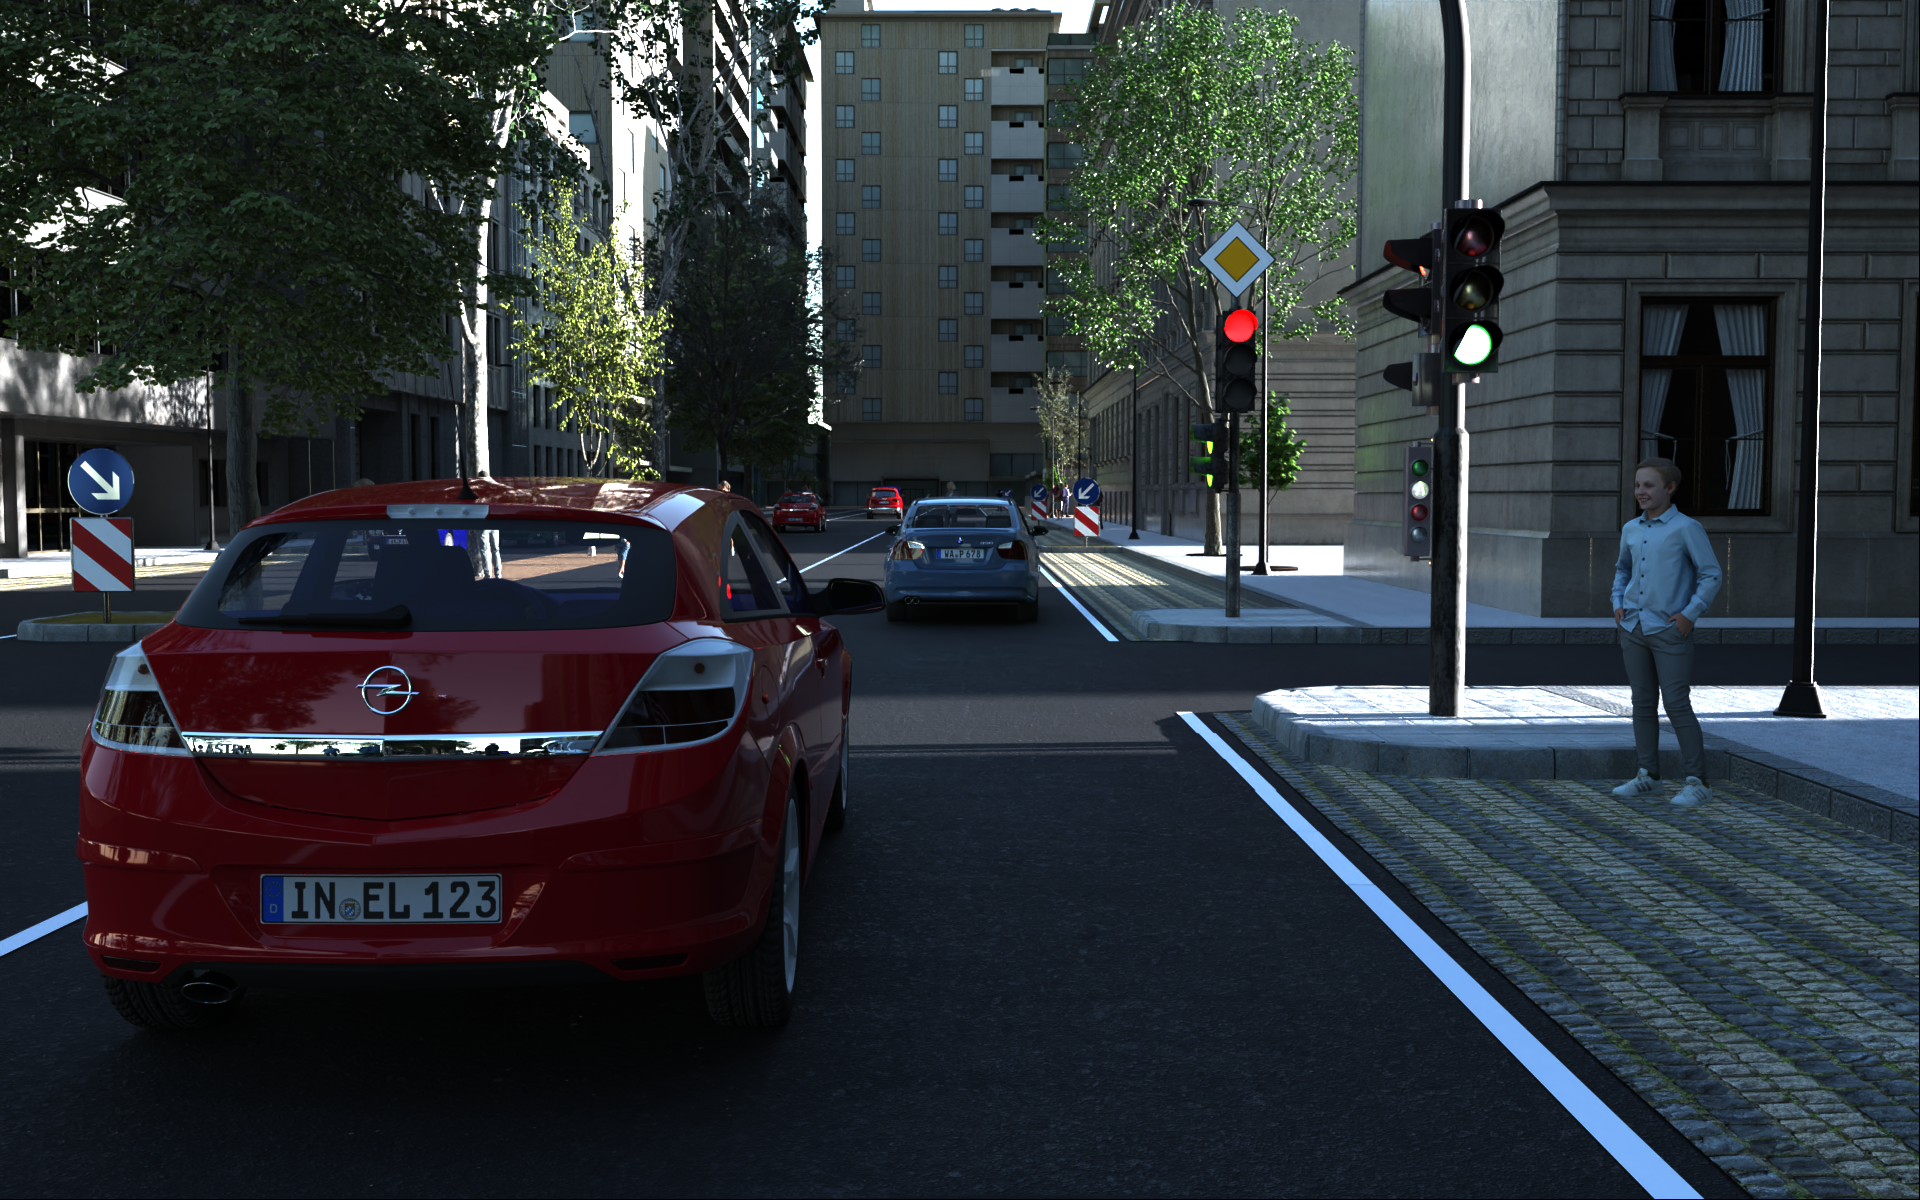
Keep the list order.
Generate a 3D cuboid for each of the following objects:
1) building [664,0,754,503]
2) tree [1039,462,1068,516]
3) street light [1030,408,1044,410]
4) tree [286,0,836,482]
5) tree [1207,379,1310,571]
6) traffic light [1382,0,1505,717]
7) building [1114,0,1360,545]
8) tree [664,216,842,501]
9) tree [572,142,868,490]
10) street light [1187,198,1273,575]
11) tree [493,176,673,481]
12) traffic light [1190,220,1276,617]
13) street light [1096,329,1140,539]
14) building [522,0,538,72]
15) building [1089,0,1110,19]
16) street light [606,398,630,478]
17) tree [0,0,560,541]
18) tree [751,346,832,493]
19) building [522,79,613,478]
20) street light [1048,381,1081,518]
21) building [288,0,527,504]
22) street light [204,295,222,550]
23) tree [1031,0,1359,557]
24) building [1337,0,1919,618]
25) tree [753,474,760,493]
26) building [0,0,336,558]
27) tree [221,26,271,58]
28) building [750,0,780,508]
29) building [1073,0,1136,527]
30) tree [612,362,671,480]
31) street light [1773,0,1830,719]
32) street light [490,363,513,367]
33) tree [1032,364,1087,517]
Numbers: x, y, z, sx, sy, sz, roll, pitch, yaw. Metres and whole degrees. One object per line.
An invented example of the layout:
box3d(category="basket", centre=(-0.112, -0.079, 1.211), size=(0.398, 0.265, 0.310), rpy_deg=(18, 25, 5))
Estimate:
box3d(category="building", centre=(-27.688, -31.015, 130.791), size=(21.300, 48.544, 21.600), rpy_deg=(0, 4, 0))
box3d(category="tree", centre=(5.619, -6.652, 103.358), size=(1.663, 3.219, 1.824), rpy_deg=(0, 3, 0))
box3d(category="street light", centre=(4.433, -7.369, 93.023), size=(1.470, 5.913, 1.316), rpy_deg=(0, 4, 0))
box3d(category="tree", centre=(-9.465, -11.587, 47.796), size=(12.611, 20.169, 13.585), rpy_deg=(0, 3, 0))
box3d(category="tree", centre=(5.234, -2.122, 29.300), size=(1.663, 3.219, 1.824), rpy_deg=(0, 3, 0))
box3d(category="traffic light", centre=(0.710, -2.151, 9.841), size=(4.771, 5.953, 1.251), rpy_deg=(0, 4, 0))
box3d(category="building", centre=(11.344, -13.242, 52.657), size=(11.583, 22.565, 21.152), rpy_deg=(0, 4, 0))
box3d(category="tree", centre=(-8.701, -9.153, 70.242), size=(7.486, 12.596, 7.792), rpy_deg=(0, 3, 0))
box3d(category="tree", centre=(-8.256, -9.025, 60.382), size=(12.009, 13.543, 11.850), rpy_deg=(0, 3, 0))
box3d(category="street light", centre=(4.263, -3.353, 27.369), size=(1.470, 5.913, 1.316), rpy_deg=(0, 4, 0))
box3d(category="tree", centre=(-8.437, -5.295, 39.387), size=(4.737, 8.622, 4.395), rpy_deg=(0, 3, 0))
box3d(category="traffic light", centre=(2.827, -1.776, 17.961), size=(0.839, 4.253, 0.868), rpy_deg=(0, 4, 0))
box3d(category="street light", centre=(4.402, -4.678, 49.021), size=(1.470, 5.913, 1.316), rpy_deg=(0, 4, 0))
box3d(category="building", centre=(-32.117, -31.616, 106.162), size=(28.713, 52.752, 27.495), rpy_deg=(0, 4, 0))
box3d(category="building", centre=(21.694, -26.895, 131.622), size=(32.217, 40.220, 23.993), rpy_deg=(0, 4, 0))
box3d(category="street light", centre=(-16.494, -6.797, 83.677), size=(1.470, 5.913, 1.316), rpy_deg=(0, 4, 0))
box3d(category="tree", centre=(-8.414, -6.091, 20.171), size=(7.486, 12.596, 7.792), rpy_deg=(0, 3, 0))
box3d(category="tree", centre=(-7.674, -7.568, 76.558), size=(4.737, 8.622, 4.395), rpy_deg=(0, 3, 0))
box3d(category="building", centre=(-22.710, -13.686, 78.520), size=(10.420, 20.320, 16.860), rpy_deg=(0, 4, 0))
box3d(category="street light", centre=(4.381, -6.045, 71.370), size=(1.470, 5.913, 1.316), rpy_deg=(0, 4, 0))
box3d(category="building", centre=(-23.339, -14.719, 58.683), size=(12.078, 24.808, 19.932), rpy_deg=(0, 4, 0))
box3d(category="street light", centre=(-16.614, -4.098, 39.548), size=(1.470, 5.913, 1.316), rpy_deg=(0, 4, 0))
box3d(category="tree", centre=(5.315, -6.721, 35.643), size=(9.928, 11.665, 9.643), rpy_deg=(0, 3, 0))
box3d(category="building", centre=(15.110, -9.629, 22.060), size=(19.286, 19.102, 10.561), rpy_deg=(0, 4, 0))
box3d(category="tree", centre=(-17.416, -9.139, 144.027), size=(1.663, 3.219, 1.824), rpy_deg=(0, 3, 0))
box3d(category="building", centre=(-24.576, -13.123, 33.624), size=(14.314, 24.678, 30.058), rpy_deg=(0, 4, 0))
box3d(category="tree", centre=(-9.552, -10.516, 30.281), size=(12.611, 20.169, 13.585), rpy_deg=(0, 3, 0))
box3d(category="building", centre=(-32.250, -32.884, 157.257), size=(30.456, 49.044, 23.786), rpy_deg=(0, 4, 0))
box3d(category="building", centre=(14.012, -14.979, 78.196), size=(16.112, 22.955, 30.059), rpy_deg=(0, 4, 0))
box3d(category="tree", centre=(-17.119, -8.573, 90.531), size=(4.360, 8.622, 3.978), rpy_deg=(0, 3, 0))
box3d(category="street light", centre=(4.353, -2.285, 9.901), size=(1.470, 5.913, 1.316), rpy_deg=(0, 4, 0))
box3d(category="street light", centre=(-16.596, -5.454, 61.708), size=(1.470, 5.913, 1.316), rpy_deg=(0, 4, 0))
box3d(category="tree", centre=(5.823, -8.998, 97.486), size=(4.360, 8.622, 3.978), rpy_deg=(0, 3, 0))
